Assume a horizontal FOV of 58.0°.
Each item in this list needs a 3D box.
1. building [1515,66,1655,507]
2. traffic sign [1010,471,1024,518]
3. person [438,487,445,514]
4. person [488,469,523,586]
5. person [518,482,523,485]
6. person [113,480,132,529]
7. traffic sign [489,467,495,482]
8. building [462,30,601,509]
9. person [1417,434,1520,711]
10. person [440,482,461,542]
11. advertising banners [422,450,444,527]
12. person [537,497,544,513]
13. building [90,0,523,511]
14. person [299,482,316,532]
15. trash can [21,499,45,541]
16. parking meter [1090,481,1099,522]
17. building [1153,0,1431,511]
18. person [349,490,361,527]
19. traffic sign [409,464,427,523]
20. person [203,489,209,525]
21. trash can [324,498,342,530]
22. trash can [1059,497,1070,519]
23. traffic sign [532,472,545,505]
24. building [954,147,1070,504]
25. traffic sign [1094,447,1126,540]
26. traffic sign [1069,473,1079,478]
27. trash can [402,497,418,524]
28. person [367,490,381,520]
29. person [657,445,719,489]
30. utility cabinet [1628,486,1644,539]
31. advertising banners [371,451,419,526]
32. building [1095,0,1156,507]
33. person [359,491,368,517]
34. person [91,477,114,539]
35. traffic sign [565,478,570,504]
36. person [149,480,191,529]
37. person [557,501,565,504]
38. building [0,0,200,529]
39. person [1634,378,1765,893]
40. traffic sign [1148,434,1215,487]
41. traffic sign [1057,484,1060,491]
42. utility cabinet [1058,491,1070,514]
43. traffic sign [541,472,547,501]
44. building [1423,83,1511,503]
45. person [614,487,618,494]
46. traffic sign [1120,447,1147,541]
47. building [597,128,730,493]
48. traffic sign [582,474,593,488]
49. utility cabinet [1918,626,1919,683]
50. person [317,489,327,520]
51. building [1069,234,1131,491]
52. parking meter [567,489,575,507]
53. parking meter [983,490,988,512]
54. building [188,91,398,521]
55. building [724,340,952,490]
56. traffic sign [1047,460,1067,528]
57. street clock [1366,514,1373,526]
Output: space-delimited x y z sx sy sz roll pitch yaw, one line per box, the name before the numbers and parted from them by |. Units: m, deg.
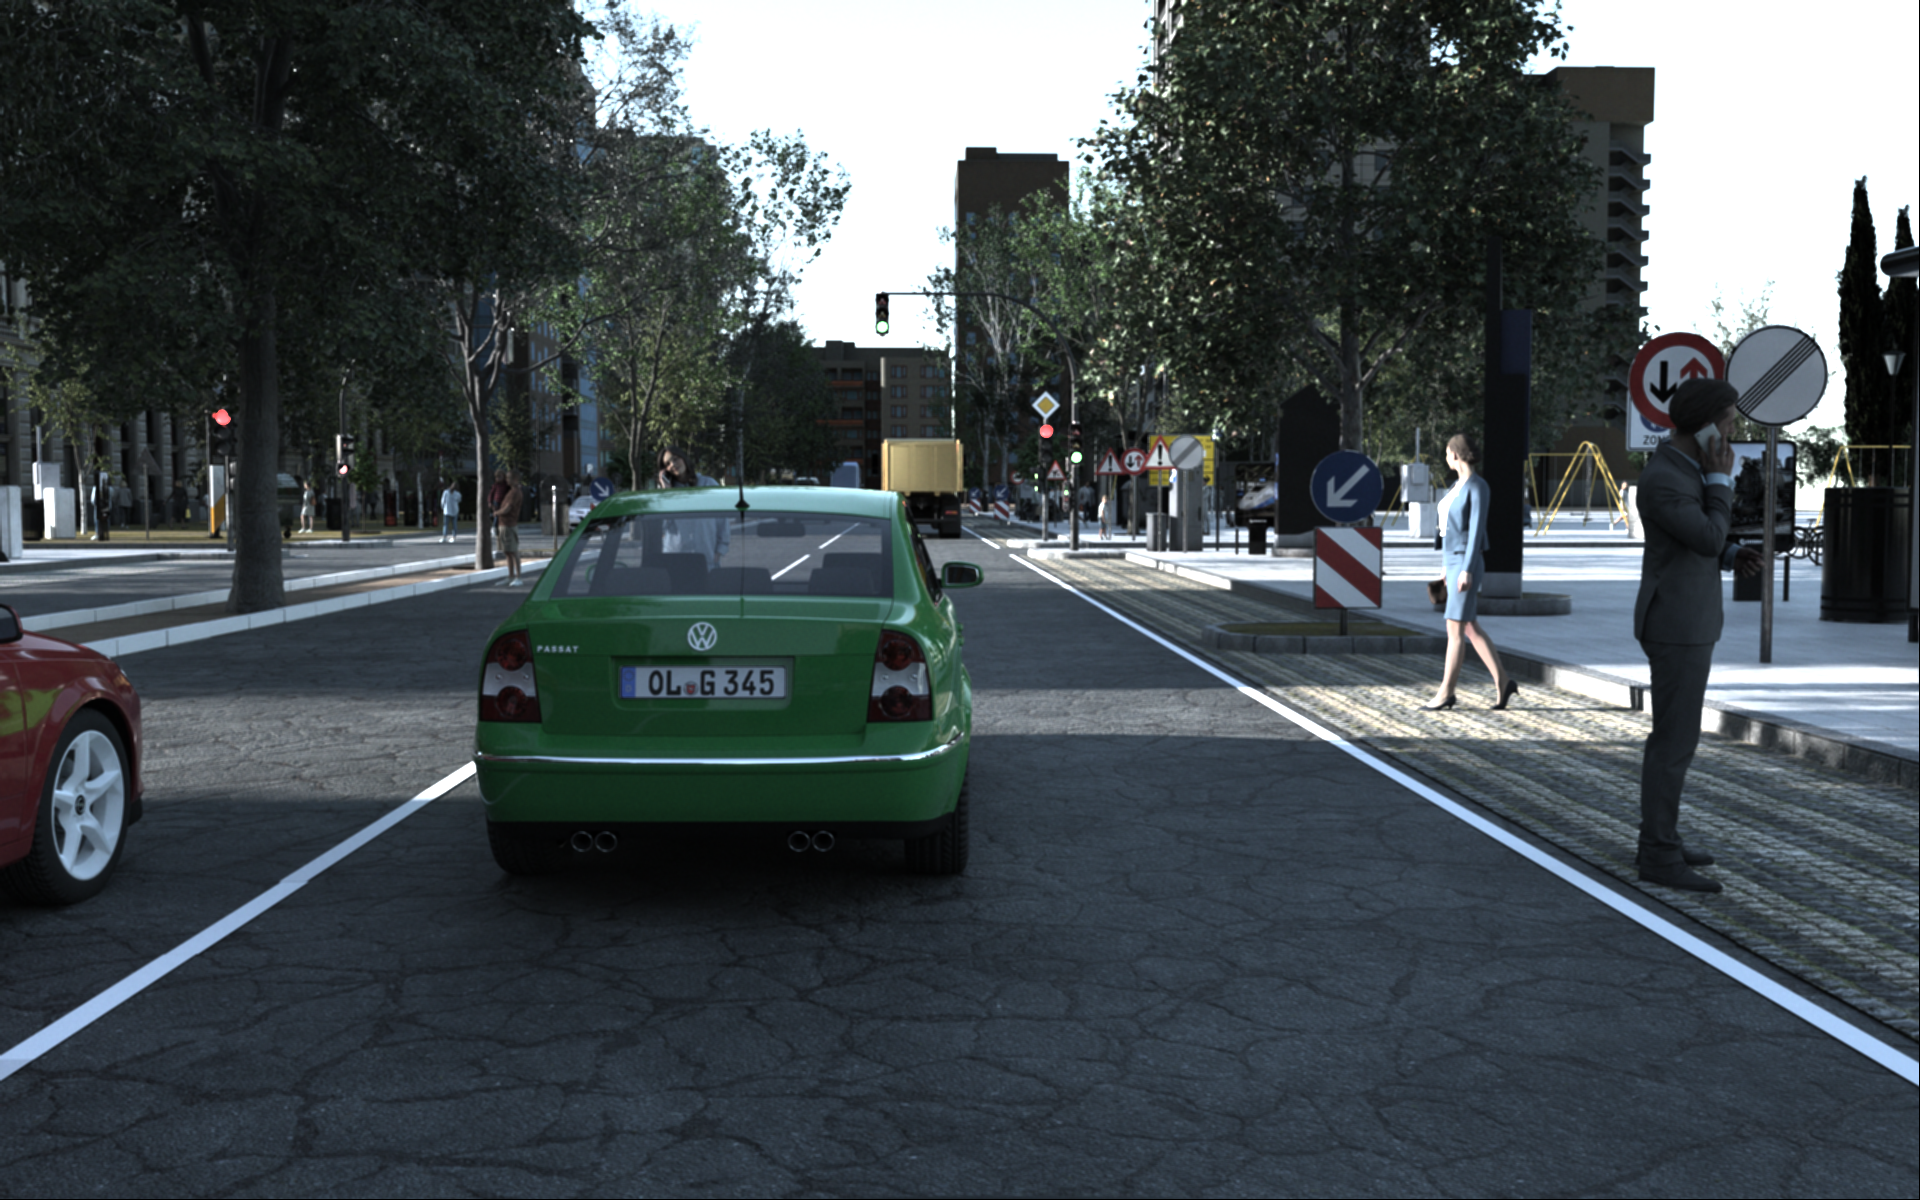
building | 61.206 -32.347 178.977 14.200 45.320 14.600 0 4 -2
traffic sign | 3.026 -5.563 91.065 0.768 2.556 0.104 0 4 3
person | -33.041 -6.372 110.442 0.699 1.804 1.509 -1 4 -20
person | -7.087 -1.141 27.138 0.580 1.828 0.573 1 4 9
person | -21.358 -4.803 84.349 0.755 1.850 0.659 -2 4 -34
person | -30.869 -3.519 63.767 0.709 1.800 0.728 -1 4 -21
traffic sign | -21.721 -4.861 79.577 0.768 2.556 0.104 0 4 7
building | -44.746 -32.060 174.286 14.200 45.320 14.600 0 4 -2
person | 3.349 -0.173 11.357 0.654 1.822 0.581 1 4 15
person | -15.257 -2.636 51.871 0.793 1.790 0.793 2 4 35
advertising banners | -20.610 -4.382 67.833 0.090 3.025 2.074 0 4 7
person | -27.450 -6.589 113.625 0.795 1.843 0.661 0 4 2
building | -51.306 -26.995 133.243 32.217 40.220 23.993 0 4 -2
person | -21.812 -3.117 58.008 0.522 1.701 0.512 1 4 10
trash can | -25.430 -2.185 47.386 0.748 1.137 0.748 0 3 0
parking meter | 6.177 -4.531 79.799 0.399 1.863 0.255 3 4 36
building | 25.505 -43.068 142.407 20.563 71.187 20.611 0 4 -2
person | -23.439 -3.708 66.875 0.606 1.804 0.583 -1 4 -19
traffic sign | -22.989 -4.489 73.505 0.768 2.556 0.104 0 4 0
person | -31.076 -3.865 71.825 0.523 1.515 0.503 1 4 16
trash can | -22.164 -3.046 61.462 0.748 1.137 0.748 0 3 0
trash can | 5.329 -4.648 87.648 0.748 1.137 0.748 0 3 0
traffic sign | -24.388 -6.116 100.099 0.768 2.556 0.104 0 4 4
building | 6.533 -35.253 226.504 14.200 45.320 14.600 0 4 -2
traffic sign | 4.171 -2.942 48.107 0.884 2.594 0.081 0 4 1
traffic sign | 6.279 -5.957 97.127 0.795 2.593 0.064 0 4 -1
trash can | -23.725 -3.867 74.876 0.748 1.137 0.748 0 3 0
person | -29.123 -4.874 86.128 0.661 1.777 0.834 1 4 11
person | -1.954 -0.246 12.795 0.793 1.790 0.793 -3 5 -41
utility cabinet | 19.519 -2.478 49.195 0.318 1.500 1.173 -1 4 -19
advertising banners | -22.744 -4.465 69.196 2.074 3.025 0.090 -1 4 -10
building | 26.108 -52.309 167.928 22.319 86.520 31.000 0 4 -2
person | -34.001 -5.642 98.708 0.534 1.772 0.576 0 4 7
person | -24.370 -2.624 49.212 0.793 1.790 0.793 1 4 16
traffic sign | -25.524 -6.721 112.022 0.606 2.300 0.079 0 4 3
person | -28.968 -3.499 63.471 1.509 1.804 0.699 1 4 11
person | -21.377 -5.289 92.708 0.537 1.800 0.526 -1 4 -17
building | -39.155 -14.681 68.915 11.050 23.489 19.941 0 4 -2
person | 2.715 0.118 6.377 0.447 1.846 0.655 1 4 21
traffic sign | 7.533 -3.979 58.923 2.265 3.308 0.079 0 4 2
traffic sign | 5.630 -6.129 100.320 0.768 2.556 0.104 0 4 0
utility cabinet | 6.687 -6.254 110.932 0.318 1.500 1.173 2 4 33
traffic sign | -24.567 -6.218 101.764 0.768 2.556 0.104 0 4 3
building | 46.979 -32.334 178.778 14.200 45.320 14.600 0 4 -2
person | -22.611 -6.564 113.557 0.606 1.804 0.583 1 4 17
traffic sign | 4.756 -2.886 47.292 0.768 2.556 0.104 0 4 1
building | -45.716 -37.307 229.573 30.456 49.044 23.786 0 4 -2
traffic sign | -23.792 -6.794 111.093 0.884 2.594 0.081 0 4 7
utility cabinet | 6.932 -0.158 11.264 1.173 1.500 0.318 2 4 25
person | -31.219 -4.666 84.920 0.503 1.515 0.523 0 4 5
building | 25.367 -33.315 236.584 23.993 40.220 32.217 0 4 -2
parking meter | -20.091 -4.959 89.486 0.372 1.533 0.369 0 3 0
parking meter | 1.774 -6.898 121.188 0.372 1.533 0.369 0 3 0
building | -41.670 -16.958 96.341 14.460 24.649 34.723 0 4 -2
building | -15.874 -23.714 232.762 28.899 21.520 27.650 0 4 -2
traffic sign | 3.633 -4.031 65.908 0.884 2.594 0.081 0 4 4
street clock | 9.436 -2.166 39.980 0.358 2.002 0.471 2 4 30
